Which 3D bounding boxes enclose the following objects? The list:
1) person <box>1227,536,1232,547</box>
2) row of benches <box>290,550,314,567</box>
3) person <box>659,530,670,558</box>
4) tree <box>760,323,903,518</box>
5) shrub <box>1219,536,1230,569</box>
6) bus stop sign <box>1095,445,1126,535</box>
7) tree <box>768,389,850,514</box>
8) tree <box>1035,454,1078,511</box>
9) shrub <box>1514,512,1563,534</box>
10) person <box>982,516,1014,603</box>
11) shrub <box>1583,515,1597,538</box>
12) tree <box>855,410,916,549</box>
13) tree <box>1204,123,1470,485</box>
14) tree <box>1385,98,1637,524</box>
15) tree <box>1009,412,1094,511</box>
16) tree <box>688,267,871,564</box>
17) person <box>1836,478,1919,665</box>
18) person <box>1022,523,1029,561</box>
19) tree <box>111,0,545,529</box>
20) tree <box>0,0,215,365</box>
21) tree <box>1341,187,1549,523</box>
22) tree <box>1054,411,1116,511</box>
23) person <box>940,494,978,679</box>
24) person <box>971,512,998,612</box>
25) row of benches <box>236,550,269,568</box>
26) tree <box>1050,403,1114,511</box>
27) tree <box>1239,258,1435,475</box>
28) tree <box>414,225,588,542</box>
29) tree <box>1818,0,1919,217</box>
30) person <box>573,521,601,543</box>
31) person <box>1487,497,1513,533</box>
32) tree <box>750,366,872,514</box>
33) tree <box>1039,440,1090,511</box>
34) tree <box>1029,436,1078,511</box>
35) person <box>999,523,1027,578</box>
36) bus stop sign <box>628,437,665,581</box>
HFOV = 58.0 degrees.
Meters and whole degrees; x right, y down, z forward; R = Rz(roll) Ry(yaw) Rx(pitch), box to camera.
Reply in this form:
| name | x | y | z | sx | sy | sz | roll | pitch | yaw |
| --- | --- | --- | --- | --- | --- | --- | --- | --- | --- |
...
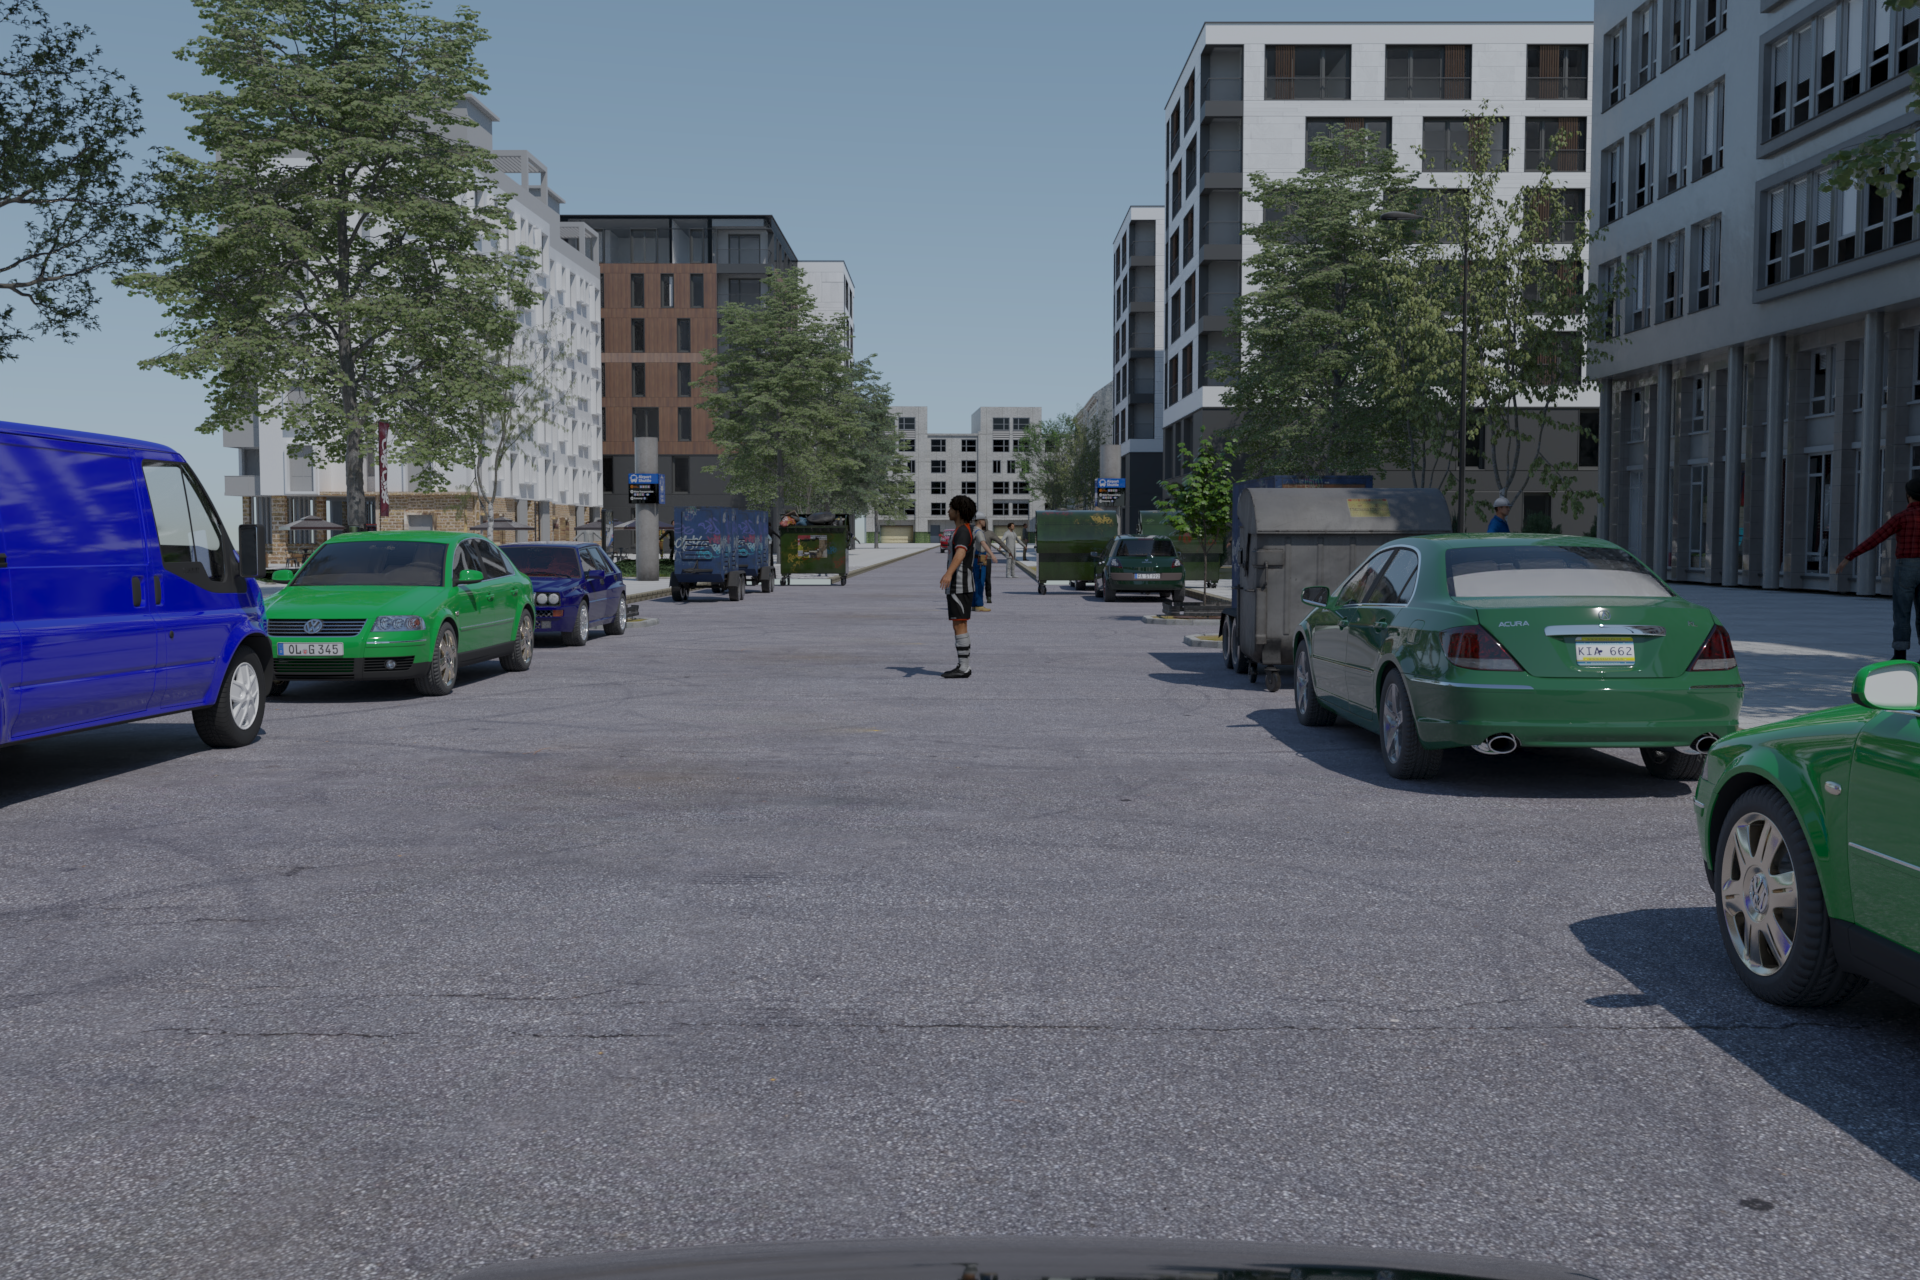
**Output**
| name | x | y | z | sx | sy | sz | roll | pitch | yaw |
| --- | --- | --- | --- | --- | --- | --- | --- | --- | --- |
| person | 8.055 | -2.589 | 48.516 | 1.348 | 1.807 | 0.705 | -1 | 4 | -17 |
| row of benches | -24.055 | -3.194 | 67.692 | 4.104 | 0.672 | 1.422 | 0 | 4 | 5 |
| person | -15.367 | -5.057 | 88.448 | 1.354 | 1.858 | 0.705 | 1 | 4 | 11 |
| tree | -7.799 | -12.082 | 104.203 | 9.857 | 13.997 | 8.962 | 0 | 3 | 0 |
| shrub | 8.105 | -3.226 | 57.160 | 1.690 | 2.028 | 1.600 | 0 | 3 | 0 |
| bus stop sign | 4.449 | -3.812 | 51.337 | 0.837 | 3.901 | 0.837 | 0 | 4 | 0 |
| tree | -7.656 | -8.174 | 84.006 | 4.360 | 8.622 | 3.978 | 0 | 3 | 0 |
| tree | 7.976 | -12.508 | 154.865 | 4.360 | 8.622 | 3.978 | 0 | 3 | 0 |
| shrub | 19.126 | -3.257 | 57.290 | 1.661 | 2.075 | 1.752 | 0 | 3 | 0 |
| person | 0.470 | -1.672 | 35.930 | 1.348 | 1.813 | 0.705 | 1 | 4 | 14 |
| shrub | 19.657 | -2.960 | 52.807 | 1.690 | 2.028 | 1.600 | 0 | 3 | 0 |
| tree | -7.757 | -14.278 | 151.570 | 7.486 | 12.596 | 7.792 | 0 | 3 | 0 |
| tree | 10.709 | -7.958 | 48.233 | 7.486 | 12.596 | 7.792 | 0 | 3 | 0 |
| tree | 9.319 | -4.836 | 29.430 | 4.737 | 8.622 | 4.395 | 0 | 3 | 0 |
| tree | 7.958 | -13.503 | 146.523 | 9.928 | 11.665 | 9.643 | 0 | 3 | 0 |
| tree | -7.600 | -9.498 | 73.418 | 7.486 | 12.596 | 7.792 | 0 | 3 | 0 |
| person | 9.075 | -0.636 | 16.502 | 1.345 | 1.816 | 0.704 | 0 | 4 | 3 |
| person | 3.140 | -4.678 | 82.755 | 0.705 | 1.796 | 1.348 | 0 | 4 | 6 |
| tree | -11.782 | -7.000 | 32.577 | 7.486 | 12.596 | 7.792 | 0 | 3 | 0 |
| tree | -11.853 | -5.140 | 18.447 | 8.767 | 10.594 | 7.601 | 2 | 4 | 27 |
| tree | 10.062 | -5.303 | 37.075 | 4.737 | 8.622 | 4.395 | 0 | 3 | 0 |
| tree | 7.618 | -9.408 | 104.179 | 4.737 | 8.622 | 4.395 | 0 | 3 | 0 |
| person | -0.023 | -0.532 | 17.299 | 0.704 | 1.843 | 1.345 | 0 | 4 | 5 |
| person | 0.375 | -1.453 | 32.069 | 0.705 | 1.847 | 1.347 | -1 | 4 | -18 |
| row of benches | -27.985 | -3.129 | 66.626 | 4.104 | 0.672 | 1.422 | 3 | 5 | 39 |
| tree | 7.297 | -8.958 | 96.824 | 4.360 | 8.622 | 3.978 | 0 | 3 | 0 |
| tree | 14.053 | -8.501 | 64.741 | 9.928 | 11.665 | 9.643 | 0 | 3 | 0 |
| tree | -11.507 | -5.585 | 41.680 | 4.360 | 8.622 | 3.978 | 0 | 3 | 0 |
| tree | 9.350 | -5.686 | 11.100 | 7.486 | 12.596 | 7.792 | 0 | 3 | 0 |
| person | -15.372 | -4.004 | 71.648 | 1.347 | 1.806 | 0.705 | -1 | 4 | -12 |
| person | 8.326 | -1.267 | 26.595 | 0.705 | 1.842 | 1.347 | 3 | 4 | 38 |
| tree | -8.394 | -9.728 | 93.471 | 7.601 | 10.594 | 8.767 | -1 | 4 | -20 |
| tree | 8.118 | -11.228 | 133.933 | 4.360 | 8.622 | 3.978 | 0 | 3 | 0 |
| tree | 7.362 | -10.836 | 127.529 | 4.360 | 8.622 | 3.978 | 0 | 3 | 0 |
| person | 1.690 | -2.939 | 56.696 | 0.705 | 1.806 | 1.347 | 3 | 5 | 43 |
| bus stop sign | -8.553 | -3.567 | 47.328 | 0.837 | 3.901 | 0.837 | 0 | 4 | 1 |
